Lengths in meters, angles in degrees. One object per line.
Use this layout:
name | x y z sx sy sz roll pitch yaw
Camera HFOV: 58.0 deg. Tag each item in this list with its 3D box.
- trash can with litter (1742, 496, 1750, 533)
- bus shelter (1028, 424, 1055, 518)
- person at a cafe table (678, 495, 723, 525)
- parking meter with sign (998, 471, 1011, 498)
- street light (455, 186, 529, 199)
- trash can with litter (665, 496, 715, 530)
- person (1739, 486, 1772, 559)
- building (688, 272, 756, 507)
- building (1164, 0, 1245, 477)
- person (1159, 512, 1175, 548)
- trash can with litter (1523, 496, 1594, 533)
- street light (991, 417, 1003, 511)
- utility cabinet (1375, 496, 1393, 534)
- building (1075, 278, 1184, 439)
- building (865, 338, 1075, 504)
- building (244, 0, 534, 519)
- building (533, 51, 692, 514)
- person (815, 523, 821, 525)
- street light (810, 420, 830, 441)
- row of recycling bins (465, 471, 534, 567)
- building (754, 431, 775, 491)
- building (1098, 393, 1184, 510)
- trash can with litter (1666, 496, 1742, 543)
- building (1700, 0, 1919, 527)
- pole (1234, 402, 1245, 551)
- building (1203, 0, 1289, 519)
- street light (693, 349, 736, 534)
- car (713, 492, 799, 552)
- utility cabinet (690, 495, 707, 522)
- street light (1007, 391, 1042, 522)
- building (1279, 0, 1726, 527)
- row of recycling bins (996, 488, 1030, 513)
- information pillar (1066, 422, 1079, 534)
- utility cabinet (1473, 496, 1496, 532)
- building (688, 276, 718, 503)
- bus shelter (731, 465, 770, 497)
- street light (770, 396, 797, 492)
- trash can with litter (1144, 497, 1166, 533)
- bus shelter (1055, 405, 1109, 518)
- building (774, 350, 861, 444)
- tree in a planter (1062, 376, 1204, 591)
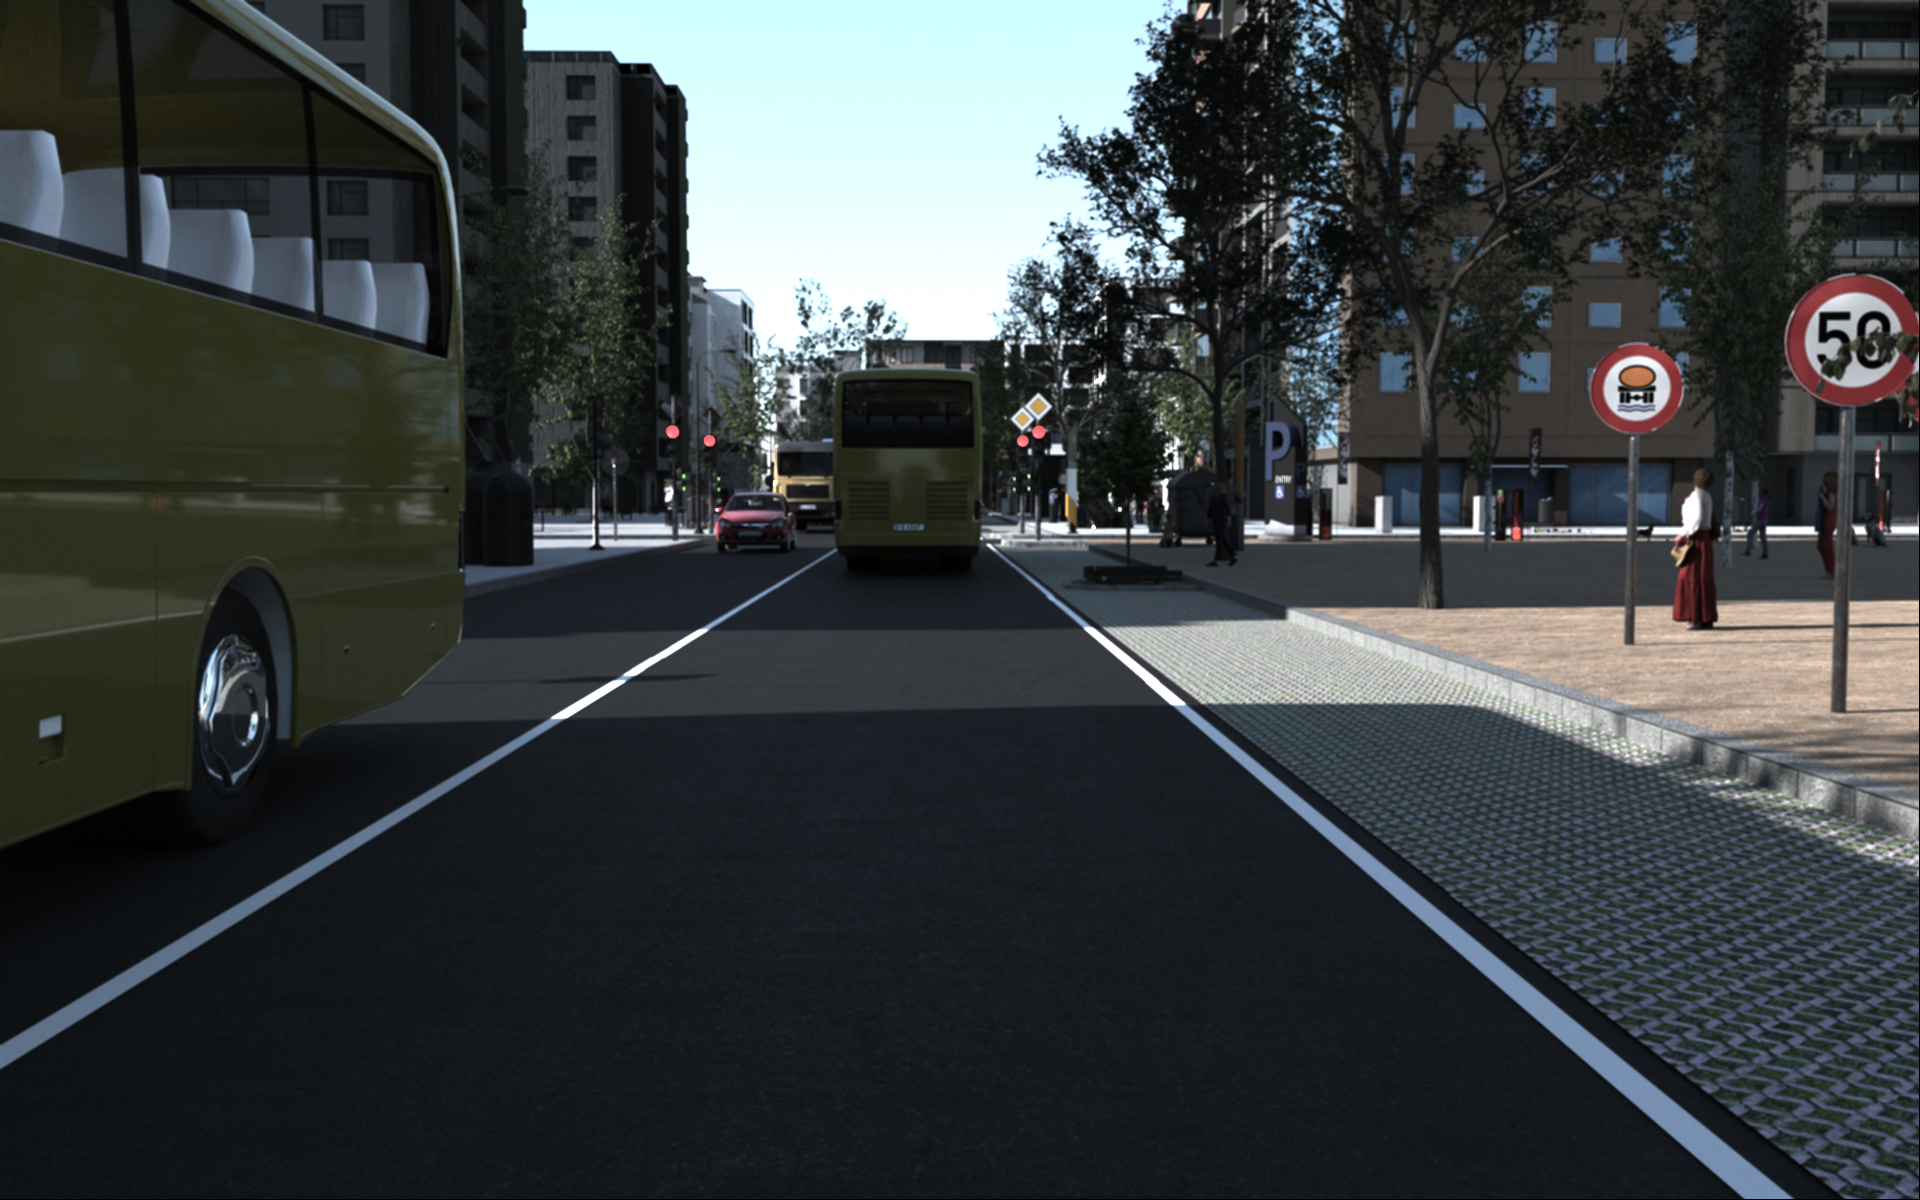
trash can with litter | 25.775 -2.877 58.093 2.233 1.210 1.678 -1 4 -15
bus shelter | 4.875 -7.289 96.801 2.179 5.291 8.768 0 4 -1
person at a cafe table | -10.734 -3.778 72.625 1.698 1.238 1.726 3 5 42
parking meter with sign | 3.505 -8.112 128.884 0.543 3.016 1.738 2 4 34
street light | -7.216 -3.288 26.305 1.470 5.913 1.316 0 4 -1
trash can with litter | -10.096 -3.379 66.311 2.233 1.210 1.678 3 5 41
person | 15.657 -1.523 34.178 0.776 1.435 0.726 2 4 33
building | -35.657 -19.957 170.275 27.936 21.610 32.646 0 4 -1
building | 25.702 -28.234 116.250 22.147 44.769 28.867 0 4 -1
person | 4.966 -1.685 41.522 0.347 0.859 0.695 0 4 -3
trash can with litter | 19.885 -2.843 57.542 2.233 1.210 1.678 1 4 20
street light | 2.578 -8.066 104.422 1.470 5.913 1.316 0 4 -1
utility cabinet | 13.857 -2.783 56.667 0.306 1.237 1.020 2 4 30
building | 27.575 -20.586 180.554 27.936 21.610 32.646 0 4 -1
building | 3.543 -24.233 240.183 32.646 21.610 27.936 0 4 -1
building | -29.187 -19.024 82.741 14.160 30.474 14.107 0 4 -1
building | -26.191 -21.103 116.742 14.160 30.474 14.107 0 4 -1
person | -6.531 -4.338 79.581 0.789 1.805 0.875 -2 4 -25
street light | -8.858 -8.333 108.790 1.470 5.913 1.316 0 4 -1
row of recycling bins | -8.894 -1.528 32.092 1.069 1.692 3.534 -2 4 -35
building | -38.635 -17.624 230.293 28.070 9.664 9.099 0 4 -1
building | 17.554 -12.713 149.997 9.099 9.664 28.070 0 4 -1
trash can with litter | 20.082 -2.197 46.979 1.678 1.210 2.233 2 4 30
building | 36.255 -23.807 72.846 14.086 41.232 14.154 0 4 -1
pole | 6.249 -2.743 38.687 0.158 3.312 0.155 0 3 0
building | 24.844 -39.907 90.730 20.563 71.187 20.611 0 4 -1
street light | -7.856 -5.077 55.549 1.470 5.913 1.316 0 4 -1
car | -5.138 -2.135 43.943 2.155 1.783 4.494 0 4 -2
utility cabinet | -12.279 -4.285 81.225 0.306 1.237 1.020 -3 5 -45
street light | 3.014 -6.453 78.040 1.470 5.913 1.316 0 4 -1
building | 21.977 -25.840 72.598 14.200 45.320 14.600 0 4 -1
row of recycling bins | 4.019 -6.637 115.626 3.534 1.692 1.069 2 4 24
information pillar | 3.619 -3.963 56.152 0.183 3.616 0.504 3 5 43
utility cabinet | 17.809 -2.899 58.556 1.020 1.237 0.306 -2 4 -30
building | -28.832 -17.829 147.920 16.016 20.091 11.380 0 4 -1
bus shelter | -12.187 -6.499 100.176 2.014 3.302 5.546 0 4 -1
street light | -8.443 -6.720 82.409 1.470 5.913 1.316 0 4 -1
trash can with litter | 6.620 -2.784 56.907 1.055 1.170 0.624 -2 4 -24
bus shelter | 5.693 -5.988 75.543 2.179 5.291 8.768 0 4 -1
building | -18.974 -23.069 233.594 11.380 20.091 16.016 0 4 -1
tree in a planter | 2.578 -1.781 26.339 1.991 3.239 1.994 0 4 -1
